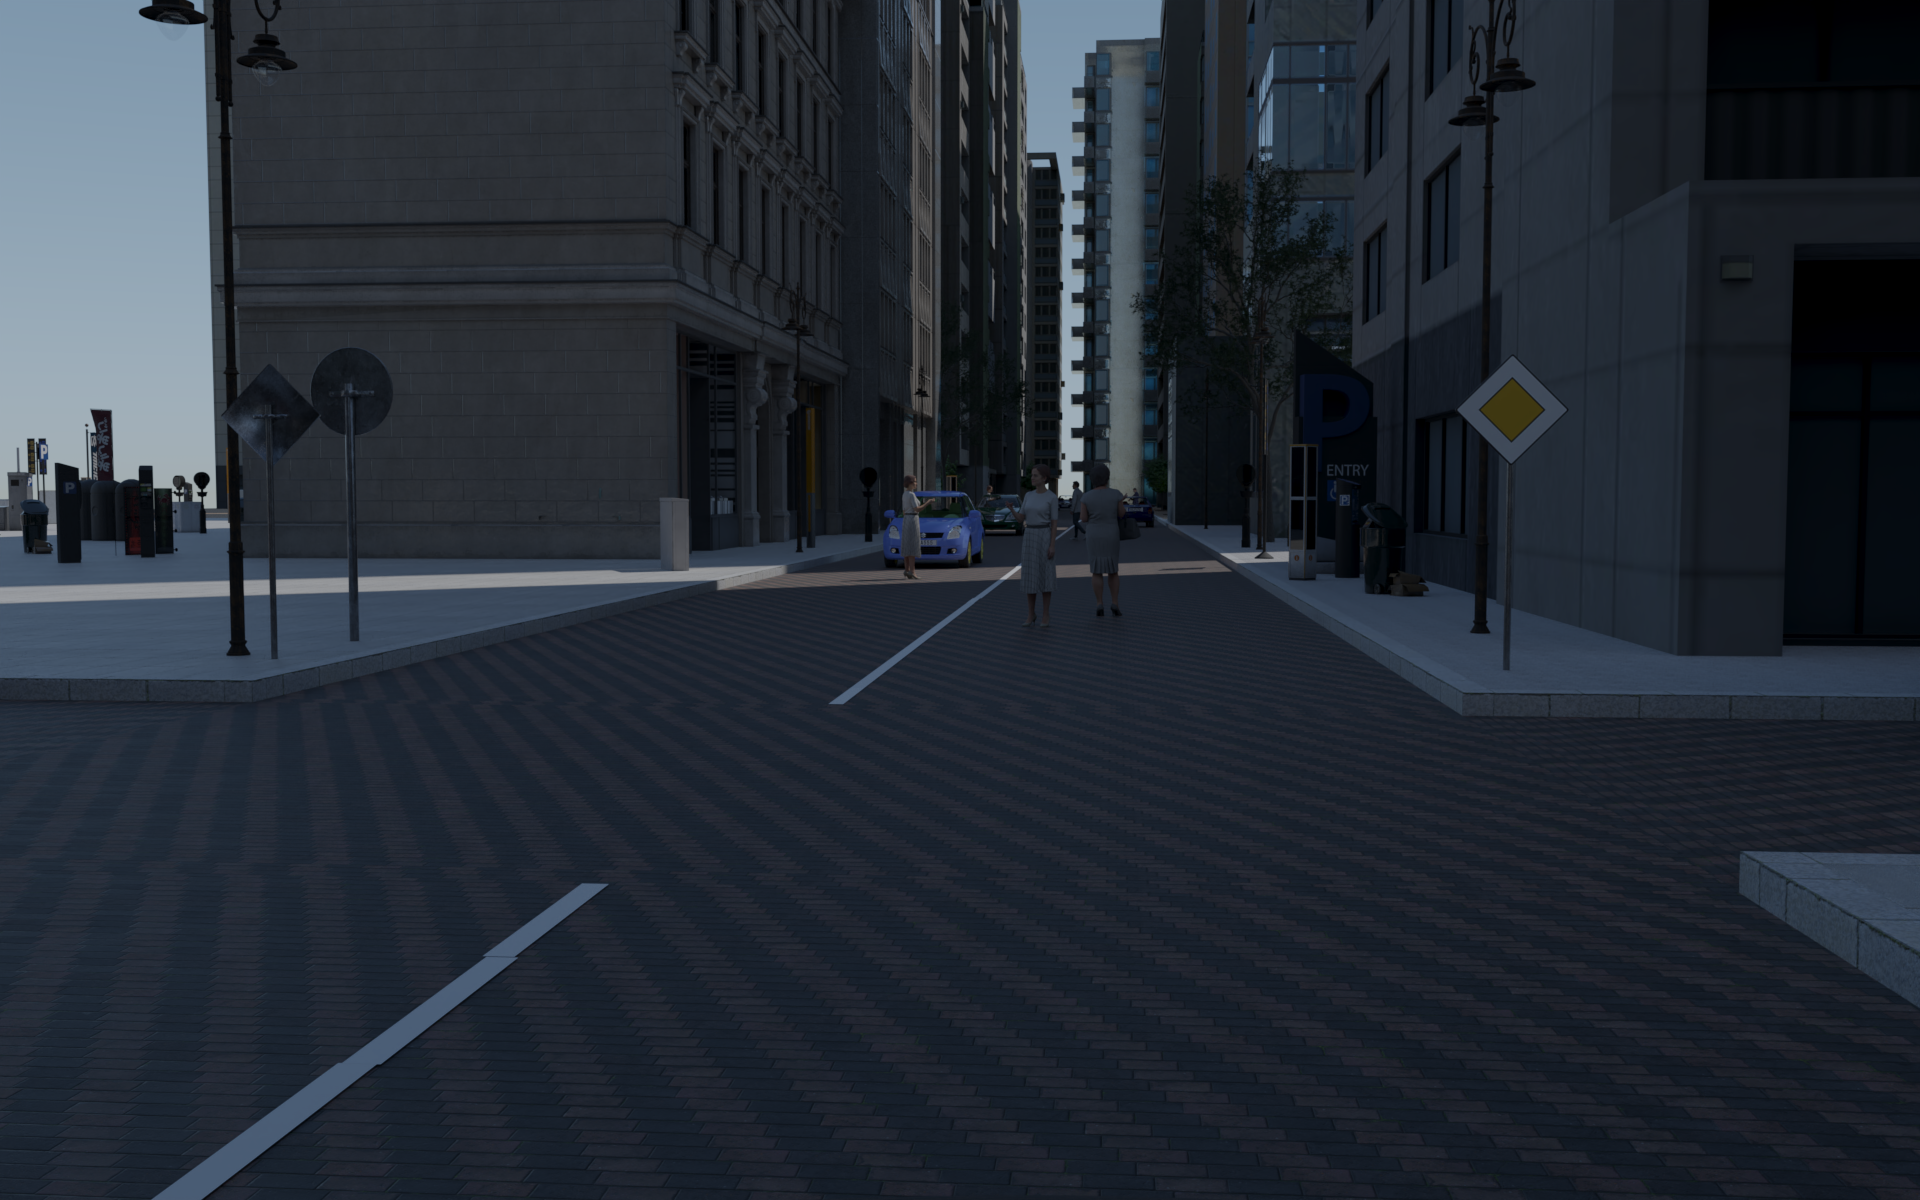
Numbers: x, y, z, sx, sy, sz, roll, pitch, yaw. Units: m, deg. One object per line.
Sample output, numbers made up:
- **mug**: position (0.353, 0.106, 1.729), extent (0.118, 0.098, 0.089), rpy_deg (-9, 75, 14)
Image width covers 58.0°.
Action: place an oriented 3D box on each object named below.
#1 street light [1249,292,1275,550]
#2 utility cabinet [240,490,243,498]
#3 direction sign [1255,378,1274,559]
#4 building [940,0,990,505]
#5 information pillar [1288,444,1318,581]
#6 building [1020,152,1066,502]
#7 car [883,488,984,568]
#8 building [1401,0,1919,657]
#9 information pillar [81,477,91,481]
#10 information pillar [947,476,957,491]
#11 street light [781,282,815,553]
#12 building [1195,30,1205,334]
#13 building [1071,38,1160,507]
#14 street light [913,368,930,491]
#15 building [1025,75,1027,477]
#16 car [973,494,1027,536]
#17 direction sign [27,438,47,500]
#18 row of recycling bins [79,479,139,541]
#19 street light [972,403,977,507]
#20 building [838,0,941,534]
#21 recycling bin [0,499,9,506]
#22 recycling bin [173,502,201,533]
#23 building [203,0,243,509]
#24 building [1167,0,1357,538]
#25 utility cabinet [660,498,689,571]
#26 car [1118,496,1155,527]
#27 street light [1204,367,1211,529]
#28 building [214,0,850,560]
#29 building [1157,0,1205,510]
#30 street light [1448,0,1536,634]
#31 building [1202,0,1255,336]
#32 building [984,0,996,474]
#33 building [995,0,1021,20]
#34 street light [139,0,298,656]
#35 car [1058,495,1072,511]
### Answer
- **street light**: position (6.916, -4.100, 39.815), extent (0.468, 5.910, 1.993), rpy_deg (0, 4, 5)
- **utility cabinet**: position (-36.927, -4.972, 89.976), extent (1.173, 1.500, 0.318), rpy_deg (1, 4, 10)
- **direction sign**: position (6.043, -2.587, 34.302), extent (0.379, 3.537, 0.876), rpy_deg (1, 4, 14)
- **building**: position (-5.865, -19.838, 96.053), extent (14.160, 30.474, 14.107), rpy_deg (0, 4, 5)
- **information pillar**: position (5.100, -1.299, 25.738), extent (0.304, 2.012, 0.304), rpy_deg (-3, 5, -43)
- **building**: position (-0.747, -30.371, 188.442), extent (23.993, 40.220, 32.217), rpy_deg (0, 4, 5)
- **car**: position (-0.500, -1.543, 34.820), extent (1.945, 1.707, 3.694), rpy_deg (0, 4, 6)
- **building**: position (16.863, -35.629, 20.782), extent (20.611, 71.187, 20.563), rpy_deg (0, 4, 5)
- **information pillar**: position (-38.038, -4.338, 75.426), extent (0.304, 2.012, 0.304), rpy_deg (0, 4, 7)
- **information pillar**: position (-0.334, -4.009, 70.040), extent (0.304, 2.012, 0.304), rpy_deg (-2, 4, -32)
- **street light**: position (-3.531, -3.984, 37.918), extent (0.468, 5.910, 1.993), rpy_deg (0, 4, 5)
- **building**: position (22.128, -20.768, 111.250), extent (14.160, 30.474, 14.107), rpy_deg (0, 4, 5)
- **building**: position (27.093, -34.408, 182.171), extent (30.456, 49.044, 23.786), rpy_deg (0, 4, 5)
- **street light**: position (-1.365, -5.476, 62.323), extent (0.468, 5.910, 1.993), rpy_deg (0, 4, 5)
- **building**: position (-1.106, -28.868, 155.582), extent (14.086, 41.232, 14.154), rpy_deg (0, 4, 5)
- **car**: position (1.425, -3.026, 61.281), extent (2.131, 1.459, 4.920), rpy_deg (0, 4, 6)
- **direction sign**: position (-37.393, -4.785, 70.231), extent (0.876, 3.537, 0.379), rpy_deg (1, 4, 12)
- **row of recycling bins**: position (-23.692, -2.493, 47.880), extent (3.534, 1.692, 1.069), rpy_deg (2, 4, 33)
- **street light**: position (0.777, -6.913, 85.823), extent (0.468, 5.910, 1.993), rpy_deg (0, 4, 5)
- **building**: position (-7.704, -15.105, 64.985), extent (12.078, 24.808, 19.932), rpy_deg (0, 4, 5)
- **recycling bin**: position (-47.709, -4.540, 86.775), extent (0.722, 1.027, 0.722), rpy_deg (2, 4, 27)
- **recycling bin**: position (-25.902, -2.779, 57.994), extent (0.722, 1.027, 0.722), rpy_deg (3, 5, 41)
- **building**: position (-53.171, -43.946, 156.764), extent (20.611, 71.187, 20.563), rpy_deg (0, 4, 5)
- **building**: position (19.488, -45.859, 62.459), extent (22.319, 86.520, 31.000), rpy_deg (0, 4, 5)
- **utility cabinet**: position (-4.821, -1.108, 29.276), extent (0.306, 1.237, 1.020), rpy_deg (-1, 4, -21)
- **car**: position (7.579, -3.868, 75.823), extent (1.945, 1.354, 3.894), rpy_deg (0, 4, 4)
- **street light**: position (9.019, -5.537, 63.318), extent (0.468, 5.910, 1.993), rpy_deg (0, 4, 5)
- **building**: position (-9.927, -11.261, 35.034), extent (10.553, 20.767, 40.483), rpy_deg (0, 4, 5)
- **building**: position (28.101, -32.147, 149.300), extent (21.300, 48.544, 21.600), rpy_deg (0, 4, 5)
- **street light**: position (4.800, -2.631, 15.803), extent (0.468, 5.910, 1.993), rpy_deg (0, 4, 5)
- **building**: position (20.941, -27.315, 96.719), extent (14.600, 45.320, 14.200), rpy_deg (0, 4, 5)
- **building**: position (-11.743, -32.328, 117.795), extent (28.713, 52.752, 27.495), rpy_deg (0, 4, 5)
- **building**: position (-2.537, -27.802, 138.156), extent (14.154, 41.232, 14.086), rpy_deg (0, 4, 5)
- **street light**: position (-5.747, -2.497, 13.616), extent (0.468, 5.910, 1.993), rpy_deg (0, 4, 5)
- **car**: position (9.122, -8.348, 149.065), extent (1.945, 1.354, 3.894), rpy_deg (0, 4, 6)
